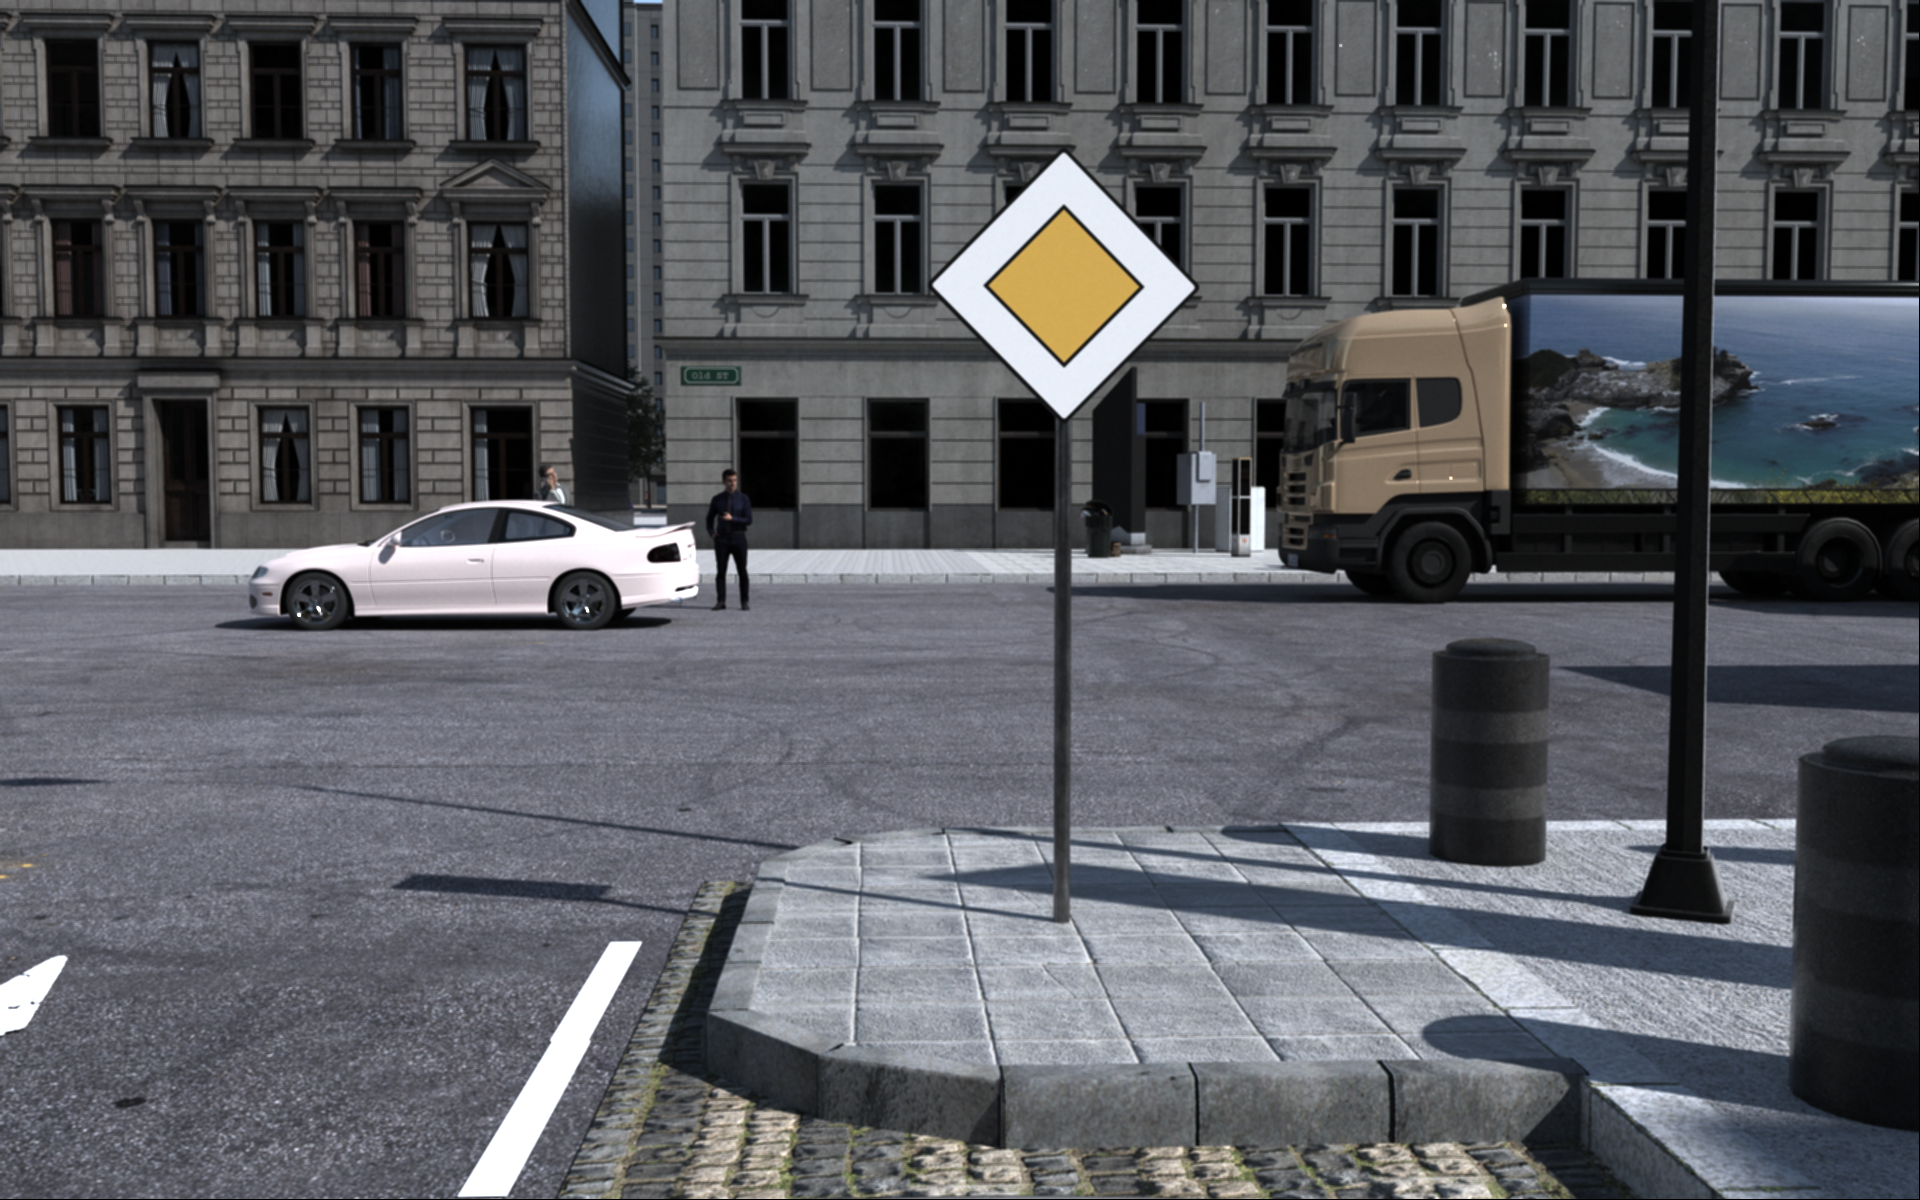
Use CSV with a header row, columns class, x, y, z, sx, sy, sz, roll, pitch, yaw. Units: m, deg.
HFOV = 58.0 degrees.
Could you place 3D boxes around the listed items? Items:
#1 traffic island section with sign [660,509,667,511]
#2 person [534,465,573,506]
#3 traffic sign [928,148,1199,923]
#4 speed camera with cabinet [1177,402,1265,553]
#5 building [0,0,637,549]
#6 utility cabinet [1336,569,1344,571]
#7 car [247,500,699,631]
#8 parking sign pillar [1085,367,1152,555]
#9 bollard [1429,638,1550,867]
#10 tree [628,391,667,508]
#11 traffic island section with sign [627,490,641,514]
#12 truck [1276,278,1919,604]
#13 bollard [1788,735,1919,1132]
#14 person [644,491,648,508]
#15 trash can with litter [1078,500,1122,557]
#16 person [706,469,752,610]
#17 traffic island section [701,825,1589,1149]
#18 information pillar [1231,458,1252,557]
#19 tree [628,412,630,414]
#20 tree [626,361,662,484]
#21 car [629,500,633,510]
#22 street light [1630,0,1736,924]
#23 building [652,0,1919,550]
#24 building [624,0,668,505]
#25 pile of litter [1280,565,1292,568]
class,x,y,z,sx,sy,sz,roll,pitch,yaw
traffic island section with sign,-24.751,-8.606,149.333,1.989,1.847,2.006,0,4,-2
person,-5.078,-0.812,21.950,0.592,1.802,0.473,-2,4,-30
traffic sign,0.302,-0.091,5.136,0.795,2.450,0.064,0,4,-2
speed camera with cabinet,5.730,-2.669,37.977,2.038,3.252,0.660,-2,4,-30
building,-18.303,-11.001,44.498,19.286,19.102,10.561,0,4,-2
utility cabinet,6.708,-1.093,29.032,1.020,1.237,0.306,0,4,-4
car,-5.298,-0.407,19.017,4.827,1.381,2.083,0,4,-1
parking sign pillar,3.423,-2.989,37.343,1.447,3.967,1.447,-3,4,-36
bollard,1.873,0.525,6.133,0.404,0.777,0.398,0,3,0
tree,-28.632,-13.653,157.638,7.601,10.594,8.767,-2,4,-32
traffic island section with sign,-23.611,-6.959,122.402,1.989,1.847,2.006,0,4,-2
truck,9.478,-2.134,23.801,11.283,4.237,2.839,0,4,-4
bollard,1.978,0.677,3.650,0.404,0.777,0.398,0,3,0
person,-31.271,-9.980,172.399,0.721,1.743,1.217,0,4,-3
trash can with litter,2.875,-1.454,35.160,0.624,1.170,1.055,2,4,28
person,-2.851,-0.745,21.378,0.576,1.737,0.504,0,4,-5
traffic island section,0.325,1.044,5.214,2.009,0.180,2.903,0,4,-2
information pillar,5.739,-1.887,35.339,0.304,2.012,0.304,-1,4,-20
tree,-26.351,-12.077,114.469,9.611,12.733,9.660,0,3,0
tree,-27.132,-13.208,134.072,7.486,12.596,7.792,0,3,0
car,-20.431,-5.509,102.650,1.945,1.354,3.894,0,4,-3
street light,1.688,-1.994,5.144,1.470,5.913,1.316,0,4,-2
building,14.337,-16.593,47.716,44.131,29.872,17.030,0,4,-2
building,-38.957,-40.654,206.693,28.212,58.520,21.231,0,4,-2
pile of litter,6.406,-0.997,30.270,1.719,0.858,1.176,0,4,-4
